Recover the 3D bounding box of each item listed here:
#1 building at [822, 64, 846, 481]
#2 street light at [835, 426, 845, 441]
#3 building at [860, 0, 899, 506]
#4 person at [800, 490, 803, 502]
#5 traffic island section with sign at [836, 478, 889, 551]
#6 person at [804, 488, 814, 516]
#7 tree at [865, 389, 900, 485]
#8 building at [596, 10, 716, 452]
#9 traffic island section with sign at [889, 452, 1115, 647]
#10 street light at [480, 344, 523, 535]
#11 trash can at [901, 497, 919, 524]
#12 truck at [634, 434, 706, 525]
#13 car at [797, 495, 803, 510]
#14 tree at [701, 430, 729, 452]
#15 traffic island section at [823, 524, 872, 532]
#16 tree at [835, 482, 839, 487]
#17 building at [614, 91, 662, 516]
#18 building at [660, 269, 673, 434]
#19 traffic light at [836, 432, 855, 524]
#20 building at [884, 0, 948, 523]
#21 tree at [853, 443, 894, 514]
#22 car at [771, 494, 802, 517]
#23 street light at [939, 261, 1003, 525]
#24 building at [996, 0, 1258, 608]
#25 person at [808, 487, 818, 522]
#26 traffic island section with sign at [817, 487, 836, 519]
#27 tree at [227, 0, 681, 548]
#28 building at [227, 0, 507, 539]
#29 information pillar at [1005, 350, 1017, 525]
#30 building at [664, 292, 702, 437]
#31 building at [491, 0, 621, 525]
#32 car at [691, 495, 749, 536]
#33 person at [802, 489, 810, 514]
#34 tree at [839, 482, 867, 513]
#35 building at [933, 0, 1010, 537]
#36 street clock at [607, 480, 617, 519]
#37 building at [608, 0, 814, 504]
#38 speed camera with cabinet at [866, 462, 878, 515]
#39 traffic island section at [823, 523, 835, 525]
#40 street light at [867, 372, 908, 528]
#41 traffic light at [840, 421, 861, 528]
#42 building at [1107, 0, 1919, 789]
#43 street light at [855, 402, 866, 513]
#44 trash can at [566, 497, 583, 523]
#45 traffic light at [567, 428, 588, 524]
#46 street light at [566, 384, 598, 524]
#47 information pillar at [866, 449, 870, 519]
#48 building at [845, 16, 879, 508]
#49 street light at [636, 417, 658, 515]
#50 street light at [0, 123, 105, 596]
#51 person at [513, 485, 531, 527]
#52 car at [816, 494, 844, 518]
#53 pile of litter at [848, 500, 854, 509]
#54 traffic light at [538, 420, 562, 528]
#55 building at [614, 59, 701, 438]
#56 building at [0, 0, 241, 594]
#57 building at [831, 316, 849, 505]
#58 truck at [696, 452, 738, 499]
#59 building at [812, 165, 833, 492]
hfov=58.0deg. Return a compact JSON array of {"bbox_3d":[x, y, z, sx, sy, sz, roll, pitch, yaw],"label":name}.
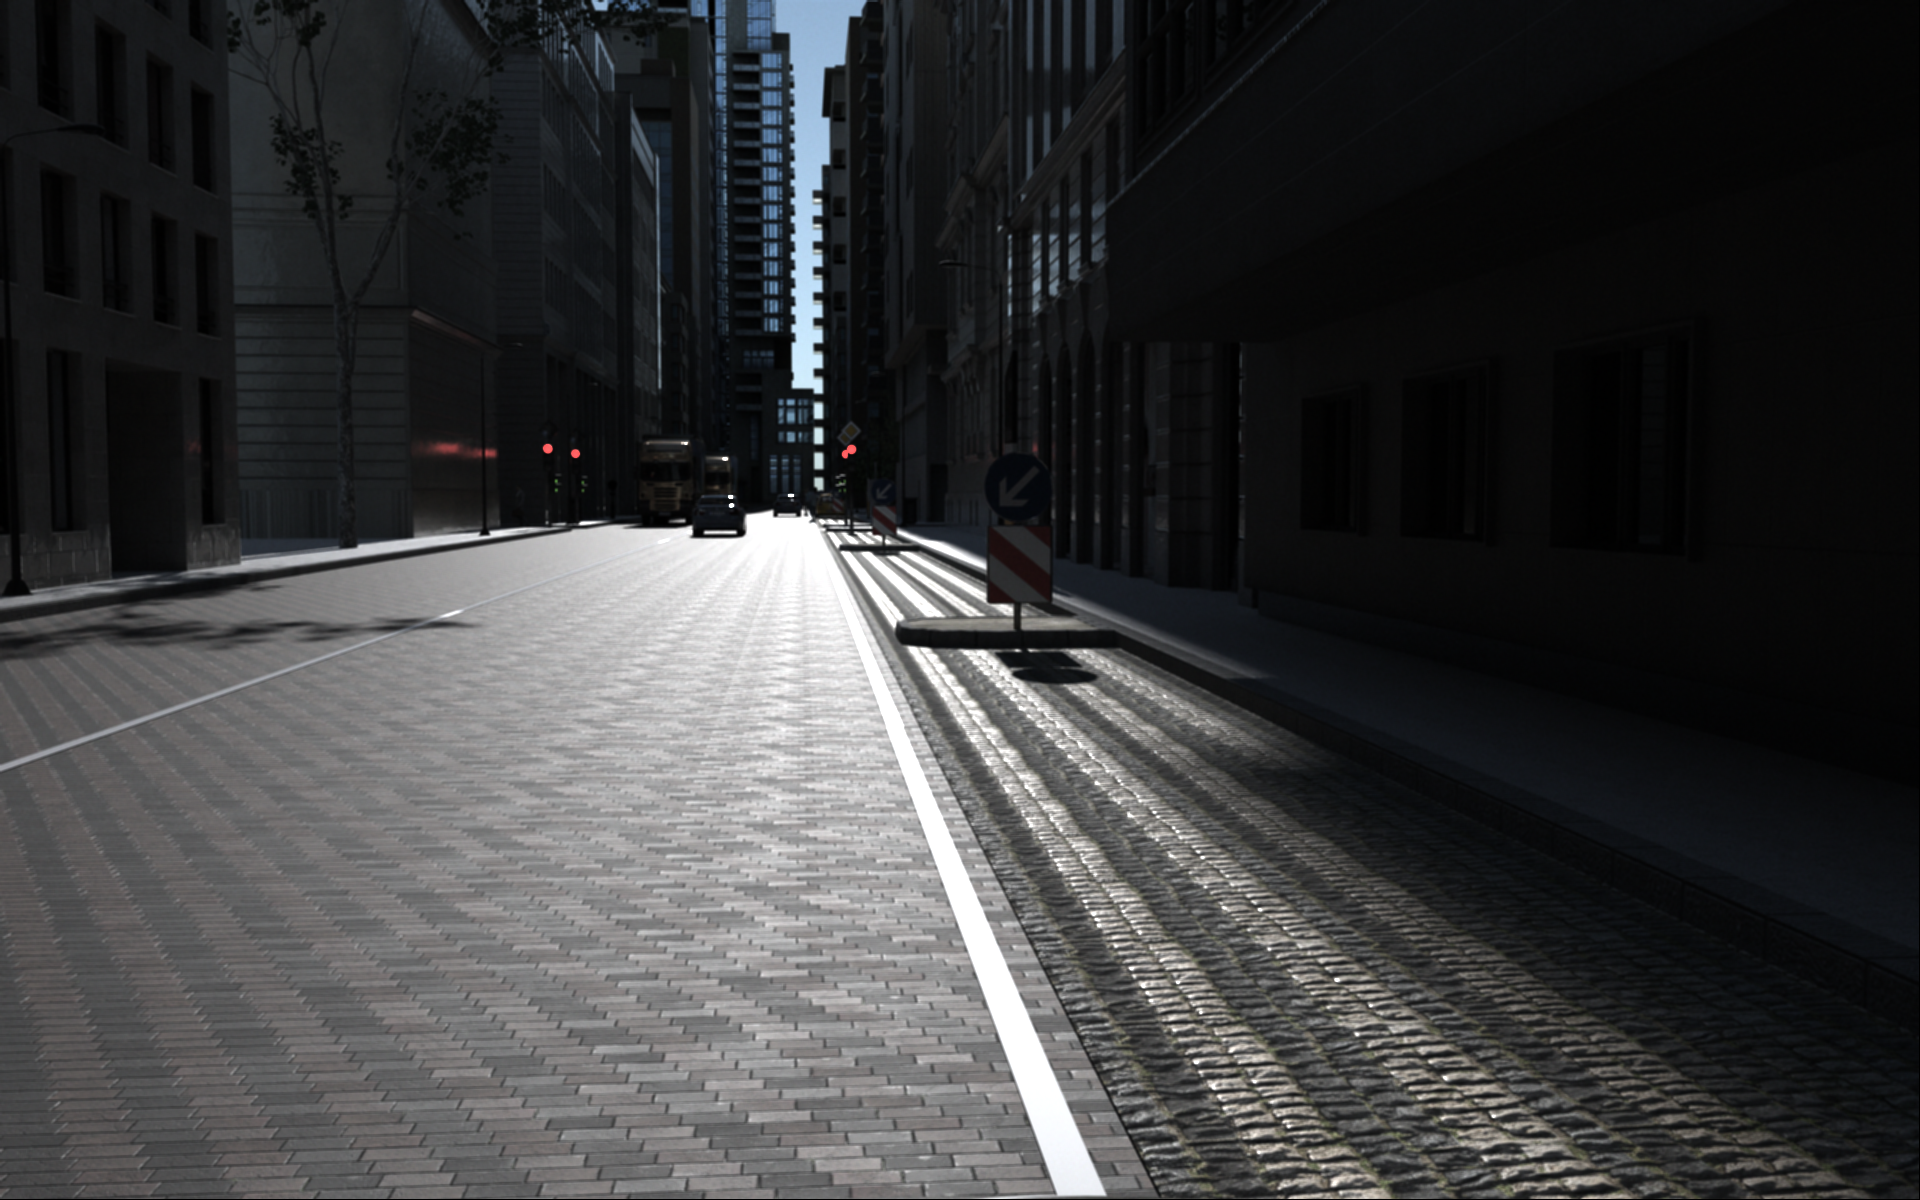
[{"bbox_3d":[-2.186,-38.076,211.776,28.713,52.752,27.495,0,4,-5],"label":"building"},{"bbox_3d":[-7.559,-8.898,118.019,1.470,5.913,1.316,0,4,-5],"label":"street light"},{"bbox_3d":[3.523,-29.404,135.377,22.147,44.769,28.867,0,4,-5],"label":"building"},{"bbox_3d":[-15.541,-9.842,169.506,0.705,1.814,1.350,1,4,17],"label":"person"},{"bbox_3d":[-2.069,-2.157,43.903,1.989,1.847,2.006,0,4,-5],"label":"traffic island section with sign"},{"bbox_3d":[-9.963,-6.484,114.384,0.748,1.841,0.638,1,4,16],"label":"person"},{"bbox_3d":[-4.296,-10.292,118.635,4.737,8.622,4.395,0,3,0],"label":"tree"},{"bbox_3d":[-44.210,-40.893,210.606,28.212,58.520,21.231,0,4,-5],"label":"building"},{"bbox_3d":[0.377,-0.516,17.058,1.989,1.847,2.006,0,4,-5],"label":"traffic island section with sign"},{"bbox_3d":[-14.227,-4.964,53.696,1.470,5.913,1.316,0,4,-5],"label":"street light"},{"bbox_3d":[-2.136,-3.808,73.914,0.748,1.137,0.748,0,3,0],"label":"trash can"},{"bbox_3d":[-13.849,-5.794,83.648,2.839,4.237,11.283,0,4,-5],"label":"truck"},{"bbox_3d":[-15.457,-9.068,160.843,1.945,1.354,3.894,0,4,-5],"label":"car"},{"bbox_3d":[-28.345,-15.230,199.371,4.360,8.622,3.978,0,3,0],"label":"tree"},{"bbox_3d":[-4.128,-2.693,66.319,2.009,0.180,2.903,0,4,-5],"label":"traffic island section"},{"bbox_3d":[-9.957,-9.691,153.053,1.663,3.219,1.824,0,3,0],"label":"tree"},{"bbox_3d":[-26.146,-17.947,111.448,12.078,24.808,19.932,0,4,-5],"label":"building"},{"bbox_3d":[-28.403,-18.088,131.899,11.583,22.565,21.152,0,4,-5],"label":"building"},{"bbox_3d":[-4.898,-5.213,74.153,0.839,4.253,0.868,0,4,-5],"label":"traffic light"},{"bbox_3d":[9.672,-30.543,88.623,27.495,52.752,28.713,0,4,-5],"label":"building"},{"bbox_3d":[-5.760,-7.811,111.417,4.285,4.588,4.351,0,3,0],"label":"tree"},{"bbox_3d":[-11.102,-6.066,111.182,2.014,1.417,4.499,0,4,-7],"label":"car"},{"bbox_3d":[0.276,-3.803,34.719,1.470,5.913,1.316,0,4,-5],"label":"street light"},{"bbox_3d":[8.063,-11.557,30.755,13.314,21.916,24.055,0,4,-5],"label":"building"},{"bbox_3d":[-7.539,-4.911,89.067,0.793,1.790,0.793,1,4,10],"label":"person"},{"bbox_3d":[-7.099,-5.513,98.768,1.989,1.847,2.006,0,4,-5],"label":"traffic island section with sign"},{"bbox_3d":[-13.221,-11.268,40.121,12.611,20.169,13.585,0,3,0],"label":"tree"},{"bbox_3d":[-30.696,-13.591,55.497,30.059,22.955,16.112,0,4,-5],"label":"building"},{"bbox_3d":[0.839,-2.268,28.440,0.183,3.616,0.504,-1,4,-14],"label":"information pillar"},{"bbox_3d":[-38.833,-19.344,161.311,27.650,21.520,28.899,0,4,-5],"label":"building"},{"bbox_3d":[-24.151,-18.883,86.234,11.434,29.767,29.804,0,4,-5],"label":"building"},{"bbox_3d":[-8.353,-2.949,60.218,2.014,1.417,4.499,0,4,-5],"label":"car"},{"bbox_3d":[-10.778,-6.891,121.444,0.520,1.790,0.573,-2,4,-31],"label":"person"},{"bbox_3d":[-6.650,-7.384,115.335,1.663,3.219,1.824,0,3,0],"label":"tree"},{"bbox_3d":[6.625,-16.363,54.925,14.401,28.519,23.554,0,4,-5],"label":"building"},{"bbox_3d":[-18.046,-5.221,89.938,0.471,2.002,0.358,-2,4,-30],"label":"street clock"},{"bbox_3d":[-36.028,-56.717,239.988,31.000,86.520,22.319,0,4,-5],"label":"building"},{"bbox_3d":[-5.428,-6.861,106.512,0.660,3.252,2.038,0,4,-6],"label":"speed camera with cabinet"},{"bbox_3d":[-4.857,-3.180,74.271,2.009,0.180,2.903,0,4,-5],"label":"traffic island section"},{"bbox_3d":[-2.702,-5.736,66.322,1.470,5.913,1.316,0,4,-5],"label":"street light"},{"bbox_3d":[-4.169,-4.727,66.201,0.839,4.253,0.868,0,4,-5],"label":"traffic light"},{"bbox_3d":[9.555,-13.012,6.250,14.314,27.812,24.014,0,4,-5],"label":"building"},{"bbox_3d":[-4.566,-7.009,87.143,1.470,5.913,1.316,0,4,-5],"label":"street light"},{"bbox_3d":[-16.971,-3.954,76.298,0.748,1.137,0.748,0,3,0],"label":"trash can"},{"bbox_3d":[-16.161,-5.149,73.108,0.839,4.253,0.868,0,4,-5],"label":"traffic light"},{"bbox_3d":[-15.944,-6.148,73.053,1.470,5.913,1.316,0,4,-5],"label":"street light"},{"bbox_3d":[-4.736,-5.996,89.392,0.183,3.616,0.504,0,4,-6],"label":"information pillar"},{"bbox_3d":[-3.520,-31.283,161.586,14.600,45.320,14.200,0,4,-5],"label":"building"},{"bbox_3d":[-18.836,-8.050,104.162,1.470,5.913,1.316,0,4,-5],"label":"street light"},{"bbox_3d":[-11.422,-3.015,21.830,1.470,5.913,1.316,0,4,-5],"label":"street light"},{"bbox_3d":[-17.838,-3.766,70.194,0.853,1.813,0.709,-3,5,-42],"label":"person"},{"bbox_3d":[-7.777,-5.717,103.698,2.015,1.641,3.980,0,4,-6],"label":"car"},{"bbox_3d":[-9.449,-8.130,146.895,1.176,0.858,1.719,0,4,-6],"label":"pile of litter"},{"bbox_3d":[-15.432,-4.663,65.156,0.839,4.253,0.868,0,4,-5],"label":"traffic light"},{"bbox_3d":[-34.787,-32.565,182.553,14.600,45.320,14.200,0,4,-5],"label":"building"},{"bbox_3d":[-17.570,-10.246,22.281,10.420,20.320,16.860,0,4,-5],"label":"building"},{"bbox_3d":[0.450,-20.748,184.274,27.650,21.520,28.899,0,4,-5],"label":"building"},{"bbox_3d":[-16.682,-7.931,118.587,2.839,4.237,11.283,0,4,-5],"label":"truck"},{"bbox_3d":[-5.490,-38.252,245.035,30.456,49.044,23.786,0,4,-5],"label":"building"}]
